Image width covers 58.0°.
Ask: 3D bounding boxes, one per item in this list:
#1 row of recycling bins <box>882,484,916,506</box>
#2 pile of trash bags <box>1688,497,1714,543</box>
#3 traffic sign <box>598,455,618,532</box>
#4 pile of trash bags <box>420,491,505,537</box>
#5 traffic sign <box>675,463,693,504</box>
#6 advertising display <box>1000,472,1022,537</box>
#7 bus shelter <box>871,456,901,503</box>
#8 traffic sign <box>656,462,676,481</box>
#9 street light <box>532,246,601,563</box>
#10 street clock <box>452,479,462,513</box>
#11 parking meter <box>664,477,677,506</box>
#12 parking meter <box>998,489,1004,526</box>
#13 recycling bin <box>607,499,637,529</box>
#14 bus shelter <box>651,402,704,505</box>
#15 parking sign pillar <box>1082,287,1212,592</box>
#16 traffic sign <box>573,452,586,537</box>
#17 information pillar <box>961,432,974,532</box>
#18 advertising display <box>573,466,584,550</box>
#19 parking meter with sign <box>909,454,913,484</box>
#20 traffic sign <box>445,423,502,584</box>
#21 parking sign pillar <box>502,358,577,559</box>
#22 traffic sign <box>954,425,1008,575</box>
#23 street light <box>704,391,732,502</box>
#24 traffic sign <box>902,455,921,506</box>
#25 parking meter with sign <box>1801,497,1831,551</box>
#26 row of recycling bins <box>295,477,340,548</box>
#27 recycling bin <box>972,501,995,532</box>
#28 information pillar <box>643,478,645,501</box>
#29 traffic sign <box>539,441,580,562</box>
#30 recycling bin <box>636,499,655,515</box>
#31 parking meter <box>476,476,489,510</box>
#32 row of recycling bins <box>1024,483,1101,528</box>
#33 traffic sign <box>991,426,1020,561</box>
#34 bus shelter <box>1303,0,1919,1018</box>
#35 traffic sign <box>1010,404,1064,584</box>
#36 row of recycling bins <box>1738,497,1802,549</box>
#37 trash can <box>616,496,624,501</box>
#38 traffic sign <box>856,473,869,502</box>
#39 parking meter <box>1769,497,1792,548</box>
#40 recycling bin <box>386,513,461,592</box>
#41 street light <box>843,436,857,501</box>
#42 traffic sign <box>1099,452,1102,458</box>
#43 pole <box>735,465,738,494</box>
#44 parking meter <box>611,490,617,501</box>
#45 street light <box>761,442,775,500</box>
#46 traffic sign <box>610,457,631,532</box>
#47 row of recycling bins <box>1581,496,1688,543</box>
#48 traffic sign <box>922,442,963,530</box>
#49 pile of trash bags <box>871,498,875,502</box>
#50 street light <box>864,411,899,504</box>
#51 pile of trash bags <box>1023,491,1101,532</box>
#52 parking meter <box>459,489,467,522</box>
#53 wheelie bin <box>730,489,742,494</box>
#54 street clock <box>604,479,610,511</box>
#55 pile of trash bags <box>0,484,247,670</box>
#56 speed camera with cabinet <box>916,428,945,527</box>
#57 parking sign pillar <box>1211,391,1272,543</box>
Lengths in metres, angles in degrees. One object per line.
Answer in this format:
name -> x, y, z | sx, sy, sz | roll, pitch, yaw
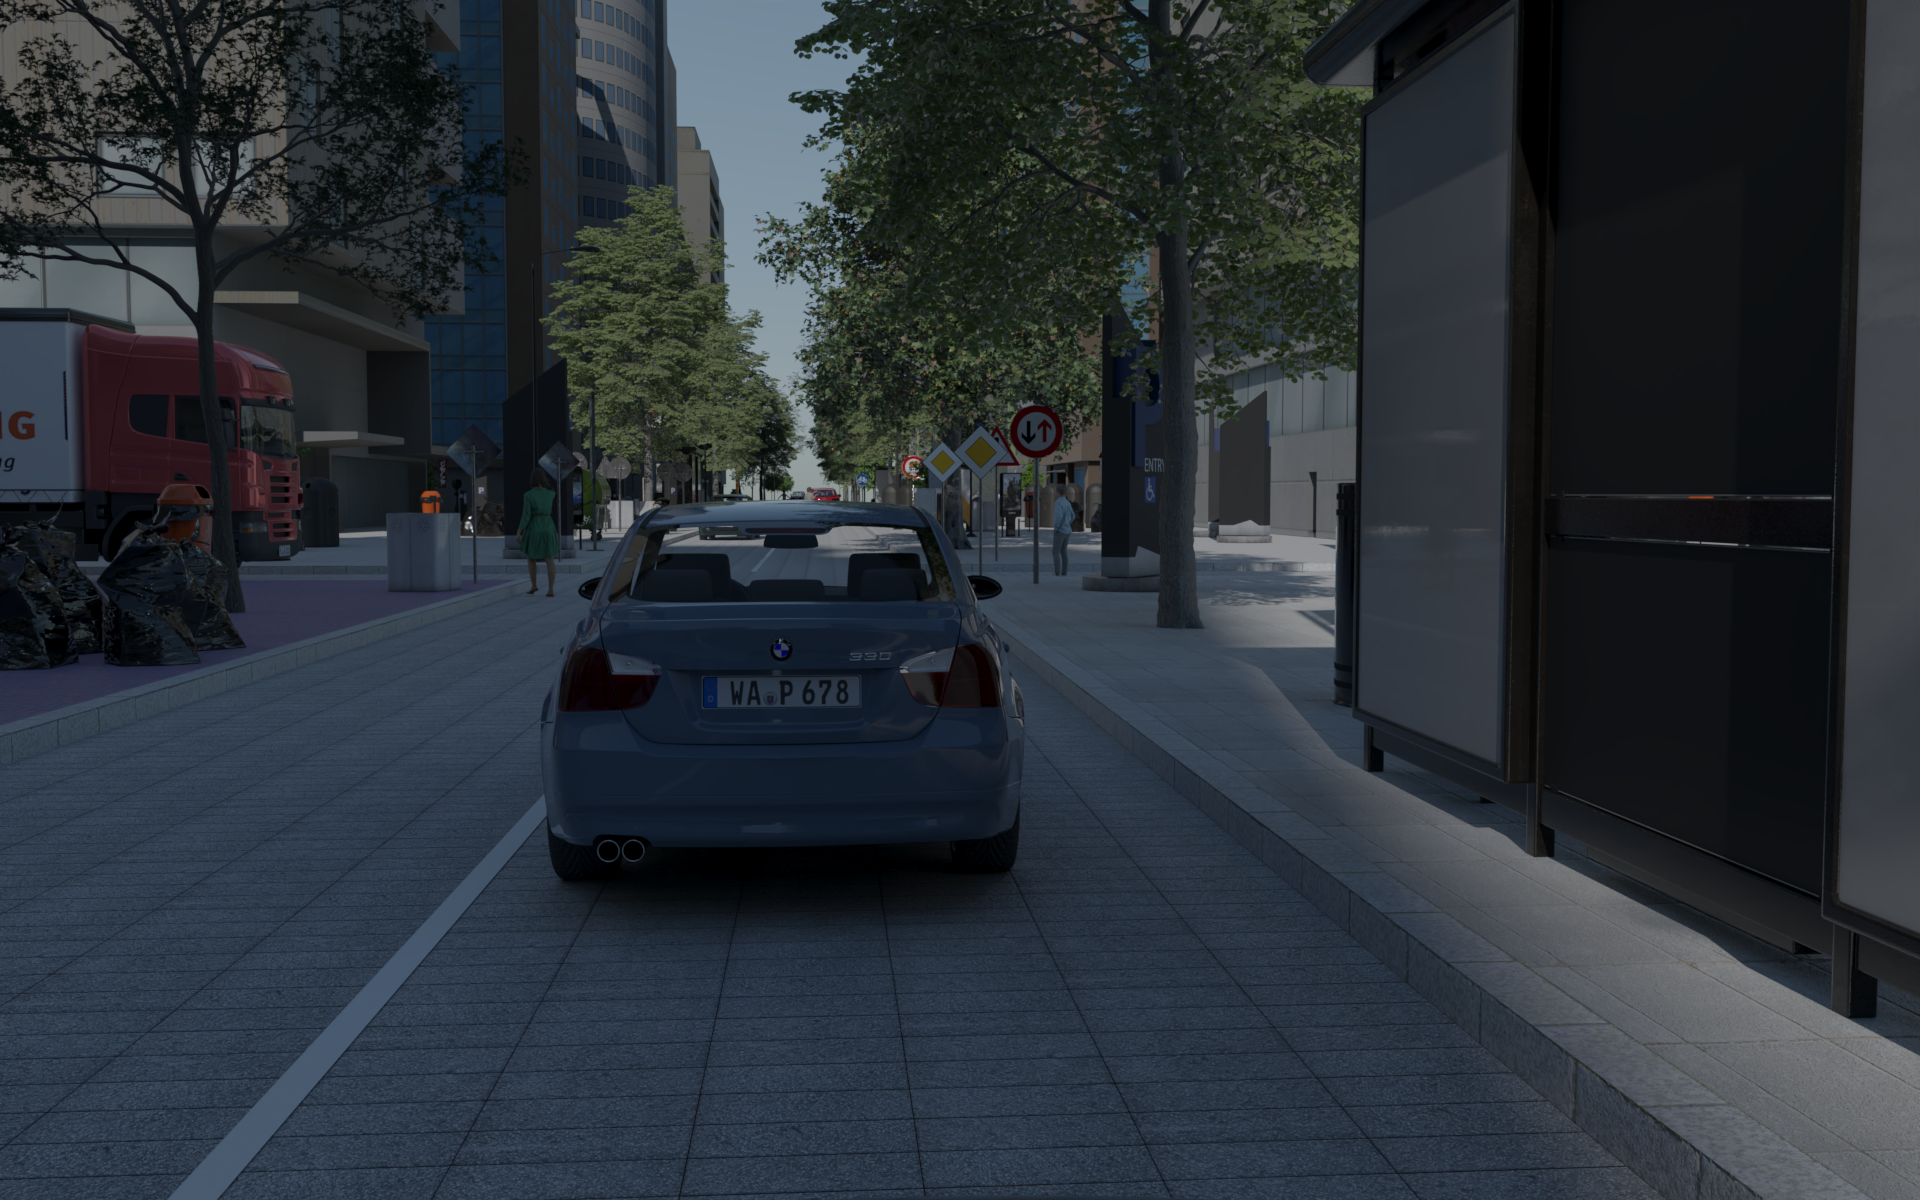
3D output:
row of recycling bins -> -1.575, -3.718, 67.906 | 3.534, 1.692, 1.069 | 2, 4, 33
pile of trash bags -> 15.790, -1.881, 40.512 | 3.447, 1.369, 1.912 | 2, 4, 29
traffic sign -> -11.913, -3.559, 58.186 | 0.884, 2.594, 0.081 | 0, 4, 3
pile of trash bags -> -14.542, -2.599, 52.249 | 3.447, 1.369, 1.912 | -2, 4, -35
traffic sign -> -11.408, -4.362, 71.424 | 0.768, 2.556, 0.104 | 0, 4, -1
advertising display -> 1.523, -2.865, 52.063 | 0.123, 1.923, 0.974 | 3, 4, 37
bus shelter -> -3.799, -6.141, 94.333 | 2.014, 3.302, 5.546 | 0, 4, -4
traffic sign -> -11.761, -4.233, 69.322 | 0.768, 2.556, 0.104 | 0, 4, -1
street light -> -7.416, -3.666, 32.483 | 1.470, 5.913, 1.316 | 0, 4, -5
street clock -> -23.988, -4.773, 82.606 | 0.358, 2.002, 0.471 | 2, 4, 25
parking meter -> -9.845, -3.259, 58.997 | 0.255, 1.863, 0.399 | 3, 5, 41
parking meter -> 1.589, -3.721, 69.250 | 0.372, 1.533, 0.369 | 0, 3, 0
recycling bin -> -12.504, -3.132, 63.754 | 0.722, 1.027, 0.722 | -3, 5, -41
bus shelter -> -12.822, -6.131, 77.882 | 2.179, 5.291, 8.768 | 0, 4, -5
parking sign pillar -> 2.361, -2.122, 23.167 | 1.447, 3.967, 1.447 | 2, 4, 30
traffic sign -> -11.625, -3.190, 52.269 | 0.768, 2.556, 0.104 | 0, 4, -4
information pillar -> 0.229, -4.110, 58.555 | 0.183, 3.616, 0.504 | -3, 4, -39
advertising display -> -9.140, -2.113, 39.760 | 0.974, 1.923, 0.123 | -2, 4, -25
parking meter with sign -> -1.496, -4.925, 76.791 | 1.738, 3.016, 0.543 | -2, 4, -27
traffic sign -> -6.923, -1.288, 24.695 | 0.795, 2.450, 0.064 | 0, 4, -5
parking sign pillar -> -8.418, -2.819, 34.565 | 1.447, 3.967, 1.447 | 0, 4, 6
traffic sign -> 0.300, -1.321, 25.246 | 0.795, 2.450, 0.064 | 0, 4, -5
street light -> -10.962, -6.463, 78.208 | 1.470, 5.913, 1.316 | 0, 4, -5
traffic sign -> -1.539, -3.497, 57.284 | 0.768, 2.556, 0.104 | 0, 4, -4
parking meter with sign -> 17.492, -2.382, 35.202 | 1.738, 3.016, 0.543 | -3, 5, -43
row of recycling bins -> -16.467, -2.179, 42.742 | 3.534, 1.692, 1.069 | 3, 5, 41
recycling bin -> 0.789, -2.873, 59.520 | 0.722, 1.027, 0.722 | 2, 4, 30
information pillar -> -14.126, -4.504, 78.140 | 0.304, 2.012, 0.304 | 0, 4, 1
traffic sign -> -7.556, -1.774, 32.655 | 0.795, 2.450, 0.064 | 0, 4, -5
recycling bin -> -10.895, -2.994, 61.513 | 0.722, 1.027, 0.722 | -3, 5, -43
parking meter -> -15.355, -3.057, 55.689 | 0.399, 1.863, 0.255 | 0, 4, 5
row of recycling bins -> 3.967, -3.581, 65.657 | 3.534, 1.692, 1.069 | 2, 4, 35
traffic sign -> 0.699, -2.019, 33.012 | 0.884, 2.594, 0.081 | 0, 4, 3
bus shelter -> 2.778, -1.766, 6.509 | 2.179, 5.291, 8.768 | 0, 4, -4
traffic sign -> 1.090, -1.506, 24.724 | 0.768, 2.556, 0.104 | 0, 4, 3
row of recycling bins -> 20.175, -2.055, 40.714 | 3.534, 1.692, 1.069 | 0, 3, 0
trash can -> -20.329, -5.654, 104.095 | 0.748, 1.137, 0.748 | 0, 3, 0
traffic sign -> -6.018, -6.530, 106.866 | 0.768, 2.556, 0.104 | 0, 4, 2
parking meter -> 18.511, -2.041, 39.076 | 0.399, 1.863, 0.255 | 3, 5, 43
recycling bin -> -7.105, -0.637, 22.969 | 0.722, 1.027, 0.722 | 1, 4, 11
street light -> -6.497, -8.281, 107.928 | 1.470, 5.913, 1.316 | 0, 4, -5
traffic sign -> 2.483, -1.565, 25.598 | 0.884, 2.594, 0.081 | 0, 4, -1
pole -> -12.853, -6.481, 99.812 | 0.158, 3.312, 0.155 | 0, 3, 0
parking meter -> -20.179, -5.657, 100.909 | 0.372, 1.533, 0.369 | 0, 3, 0
street light -> -17.145, -11.131, 154.529 | 1.470, 5.913, 1.316 | 0, 4, -5
traffic sign -> -11.634, -3.616, 59.227 | 0.768, 2.556, 0.104 | 0, 4, 4
row of recycling bins -> 6.504, -0.786, 19.962 | 3.534, 1.692, 1.069 | 0, 4, 2
traffic sign -> -0.333, -1.808, 33.206 | 0.795, 2.450, 0.064 | 0, 4, -5
pile of trash bags -> -4.015, -5.947, 106.992 | 1.912, 1.369, 3.447 | 1, 4, 19
street light -> -2.794, -5.491, 62.314 | 1.470, 5.913, 1.316 | 0, 4, -5
pile of trash bags -> 3.756, -3.015, 59.041 | 3.447, 1.369, 1.912 | 2, 4, 25
parking meter -> -22.934, -4.374, 79.918 | 0.372, 1.533, 0.369 | 0, 3, 0
wheelie bin -> -13.782, -6.044, 106.732 | 0.980, 1.594, 0.693 | 2, 4, 30
street clock -> -16.990, -4.781, 82.733 | 0.471, 2.002, 0.358 | -2, 4, -32
pile of trash bags -> -6.844, -0.275, 14.249 | 1.912, 1.369, 3.447 | 0, 4, -7
speed camera with cabinet -> -0.719, -3.397, 49.883 | 0.660, 3.252, 2.038 | 1, 4, 14
parking sign pillar -> 7.526, -3.501, 45.721 | 1.447, 3.967, 1.447 | 3, 4, 36
